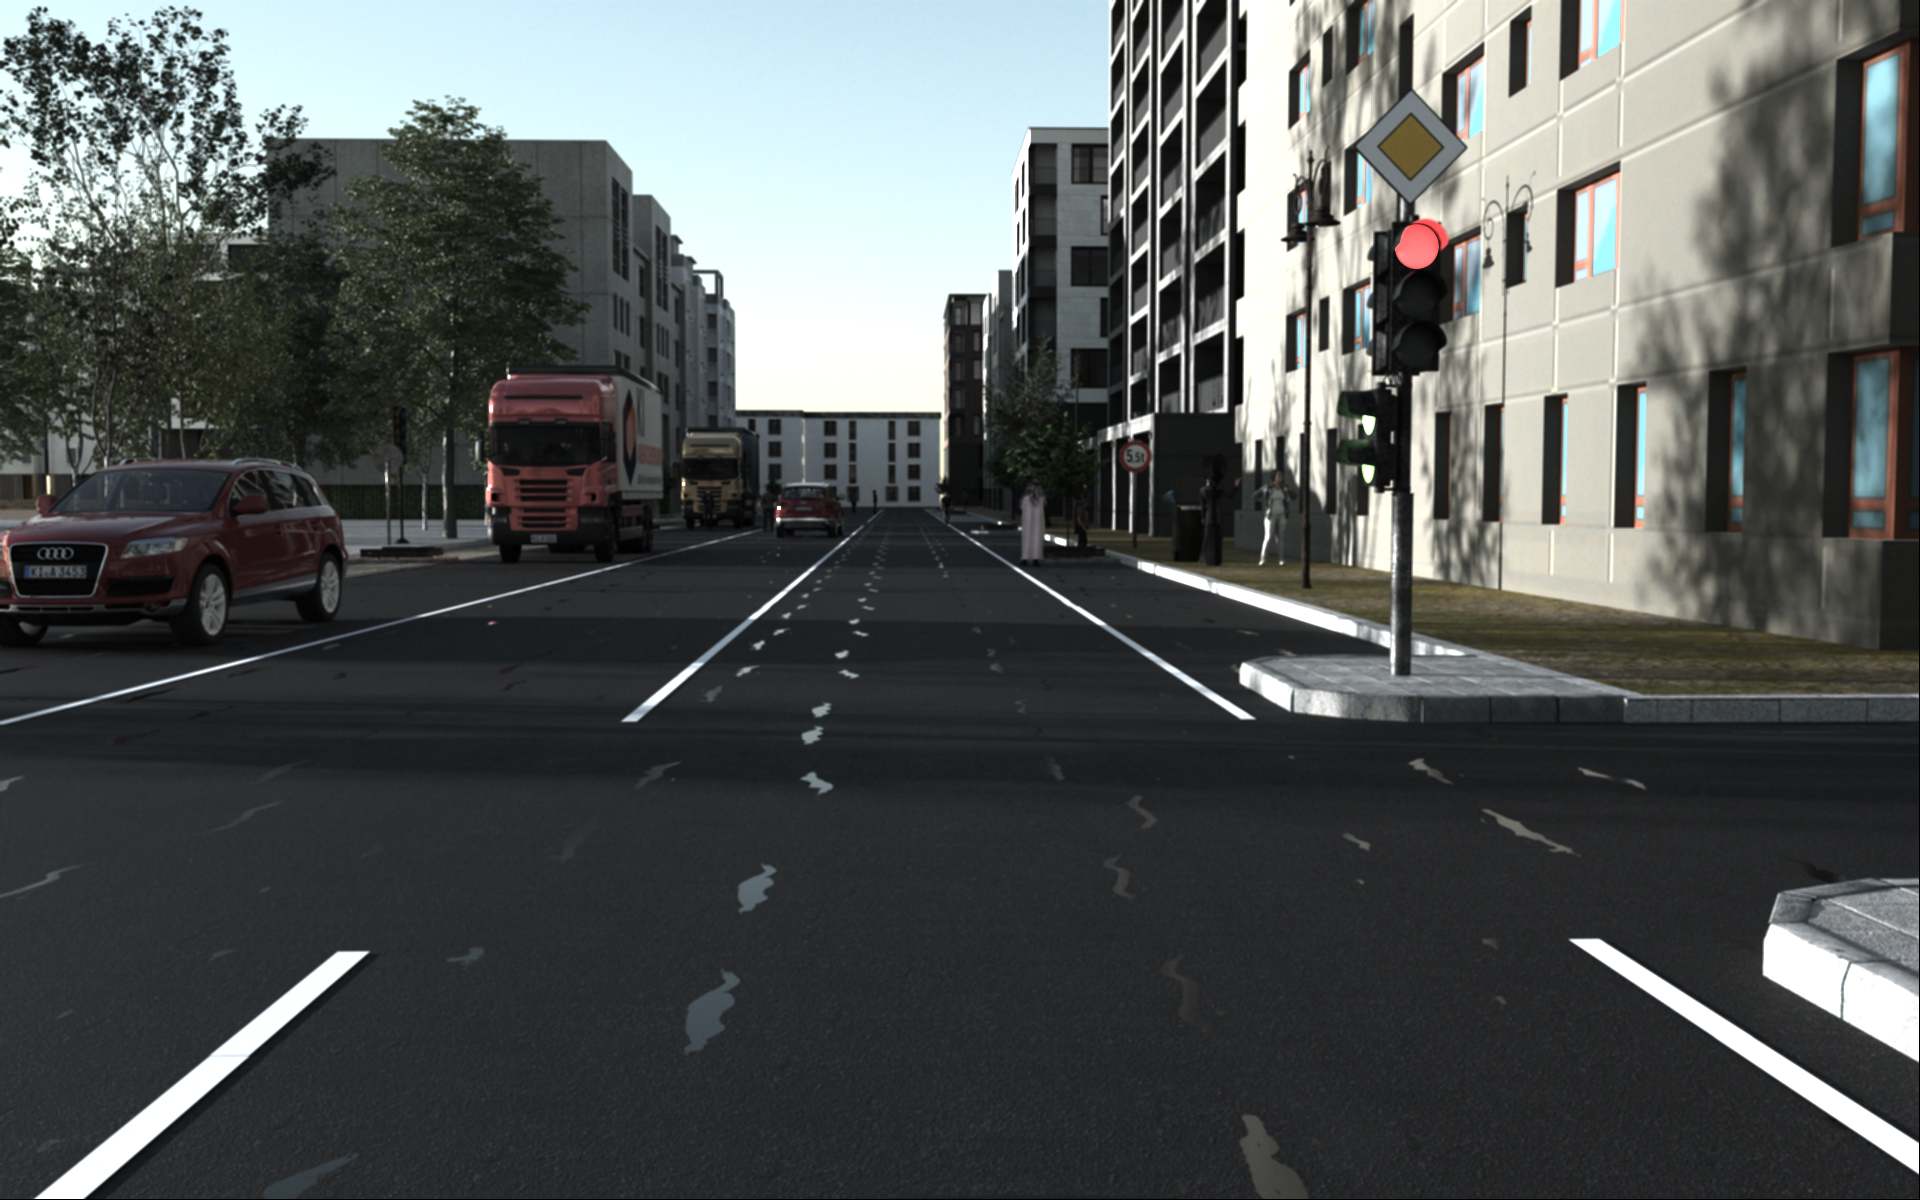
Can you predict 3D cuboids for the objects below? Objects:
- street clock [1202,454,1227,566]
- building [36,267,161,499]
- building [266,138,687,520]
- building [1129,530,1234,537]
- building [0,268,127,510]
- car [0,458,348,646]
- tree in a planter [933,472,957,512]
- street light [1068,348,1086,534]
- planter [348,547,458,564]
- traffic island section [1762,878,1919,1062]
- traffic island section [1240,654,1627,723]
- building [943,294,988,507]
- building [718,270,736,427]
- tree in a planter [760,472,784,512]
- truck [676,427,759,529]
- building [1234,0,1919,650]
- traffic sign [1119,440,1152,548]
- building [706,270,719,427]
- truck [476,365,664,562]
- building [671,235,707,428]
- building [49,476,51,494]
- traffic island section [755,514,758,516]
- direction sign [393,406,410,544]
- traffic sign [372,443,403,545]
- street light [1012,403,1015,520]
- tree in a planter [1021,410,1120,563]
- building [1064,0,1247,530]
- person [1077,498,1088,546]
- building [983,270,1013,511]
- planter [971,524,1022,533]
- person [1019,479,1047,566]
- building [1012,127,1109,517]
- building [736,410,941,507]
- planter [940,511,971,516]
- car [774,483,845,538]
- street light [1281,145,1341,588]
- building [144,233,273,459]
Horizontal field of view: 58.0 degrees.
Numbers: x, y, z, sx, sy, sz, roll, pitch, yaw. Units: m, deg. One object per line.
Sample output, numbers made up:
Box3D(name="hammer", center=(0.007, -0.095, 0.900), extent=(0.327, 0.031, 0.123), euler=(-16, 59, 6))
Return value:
Box3D(name="street clock", center=(4.558, -1.621, 31.076), extent=(0.358, 2.002, 0.471), euler=(3, 5, 40))
Box3D(name="building", center=(-70.333, -18.030, 151.215), extent=(11.380, 20.091, 16.016), euler=(0, 4, -2))
Box3D(name="building", center=(-26.543, -14.428, 102.357), extent=(16.747, 18.905, 31.486), euler=(0, 4, -2))
Box3D(name="building", center=(15.864, -37.716, 54.906), extent=(20.563, 71.187, 20.611), euler=(0, 4, -2))
Box3D(name="building", center=(-82.310, -17.995, 150.638), extent=(11.380, 20.091, 16.016), euler=(0, 4, -2))
Box3D(name="car", center=(-8.085, -0.571, 18.013), extent=(2.281, 1.827, 5.304), euler=(0, 4, -1))
Box3D(name="tree in a planter", center=(-1.215, -8.799, 141.080), extent=(1.991, 3.239, 1.994), euler=(0, 4, -2))
Box3D(name="street light", center=(3.711, -5.032, 55.055), extent=(0.468, 5.910, 1.993), euler=(0, 4, -2))
Box3D(name="planter", center=(-11.690, -0.938, 36.475), extent=(1.991, 0.319, 1.994), euler=(0, 4, -2))
Box3D(name="traffic island section", center=(3.420, 1.098, 4.332), extent=(2.009, 0.180, 2.903), euler=(0, 4, -2))
Box3D(name="traffic island section", center=(3.150, 0.610, 12.313), extent=(2.009, 0.180, 2.903), euler=(0, 4, -2))
Box3D(name="building", center=(14.828, -21.041, 188.000), extent=(32.646, 21.610, 27.936), euler=(0, 4, -2))
Box3D(name="building", center=(-25.848, -18.121, 152.703), extent=(11.380, 20.091, 16.016), euler=(0, 4, -2))
Box3D(name="tree in a planter", center=(-15.232, -8.793, 140.992), extent=(1.991, 3.239, 1.994), euler=(0, 4, -2))
Box3D(name="truck", center=(-10.341, -5.270, 75.081), extent=(2.839, 4.237, 11.283), euler=(0, 4, -2))
Box3D(name="building", center=(21.528, -11.181, 27.856), extent=(28.899, 21.520, 27.650), euler=(0, 4, -2))
Box3D(name="traffic sign", center=(4.152, -2.504, 41.044), extent=(0.768, 2.556, 0.104), euler=(0, 4, 5))
Box3D(name="building", center=(-27.805, -17.076, 135.608), extent=(16.016, 20.091, 11.380), euler=(0, 4, -2))
Box3D(name="truck", center=(-8.714, -3.122, 39.964), extent=(2.839, 4.237, 11.283), euler=(0, 4, -3))
Box3D(name="building", center=(-27.125, -16.382, 124.266), extent=(16.016, 20.091, 11.380), euler=(0, 4, -2))
Box3D(name="building", center=(-73.967, -19.090, 178.572), extent=(31.486, 18.905, 16.747), euler=(0, 4, -2))
Box3D(name="traffic island section", center=(-14.330, -5.584, 114.159), extent=(1.991, 0.108, 1.994), euler=(0, 4, -2))
Box3D(name="direction sign", center=(-14.526, -3.241, 44.990), extent=(0.379, 3.537, 0.876), euler=(0, 4, 0))
Box3D(name="traffic sign", center=(-14.269, -2.636, 43.204), extent=(0.768, 2.556, 0.104), euler=(0, 4, 0))
Box3D(name="street light", center=(2.693, -6.987, 87.022), extent=(0.468, 5.910, 1.993), euler=(0, 4, -2))
Box3D(name="tree in a planter", center=(2.311, -2.425, 36.868), extent=(1.991, 3.239, 1.994), euler=(0, 4, -2))
Box3D(name="building", center=(15.807, -39.004, 75.963), extent=(20.563, 71.187, 20.611), euler=(0, 4, -2))
Box3D(name="person", center=(2.799, -1.633, 39.113), extent=(0.340, 1.345, 0.435), euler=(0, 4, 1))
Box3D(name="building", center=(11.080, -17.075, 145.629), extent=(16.747, 18.905, 31.486), euler=(0, 4, -2))
Box3D(name="planter", center=(1.394, -2.623, 64.019), extent=(1.991, 0.319, 1.994), euler=(0, 4, -2))
Box3D(name="person", center=(1.475, -1.560, 34.677), extent=(0.551, 1.740, 0.621), euler=(-1, 4, -18))
Box3D(name="building", center=(17.219, -16.490, 113.593), extent=(27.936, 21.610, 32.646), euler=(0, 4, -2))
Box3D(name="building", center=(-15.954, -14.401, 177.610), extent=(28.070, 9.664, 9.099), euler=(0, 4, -2))
Box3D(name="planter", center=(-0.299, -5.694, 114.241), extent=(1.991, 0.319, 1.994), euler=(0, 4, -2))
Box3D(name="car", center=(-5.051, -3.039, 58.364), extent=(2.281, 1.827, 5.304), euler=(0, 3, 0))
Box3D(name="street light", center=(4.713, -3.099, 23.456), extent=(0.468, 5.910, 1.993), euler=(0, 4, -2))
Box3D(name="building", center=(-47.669, -18.510, 146.613), extent=(32.646, 21.610, 27.936), euler=(0, 4, -2))
